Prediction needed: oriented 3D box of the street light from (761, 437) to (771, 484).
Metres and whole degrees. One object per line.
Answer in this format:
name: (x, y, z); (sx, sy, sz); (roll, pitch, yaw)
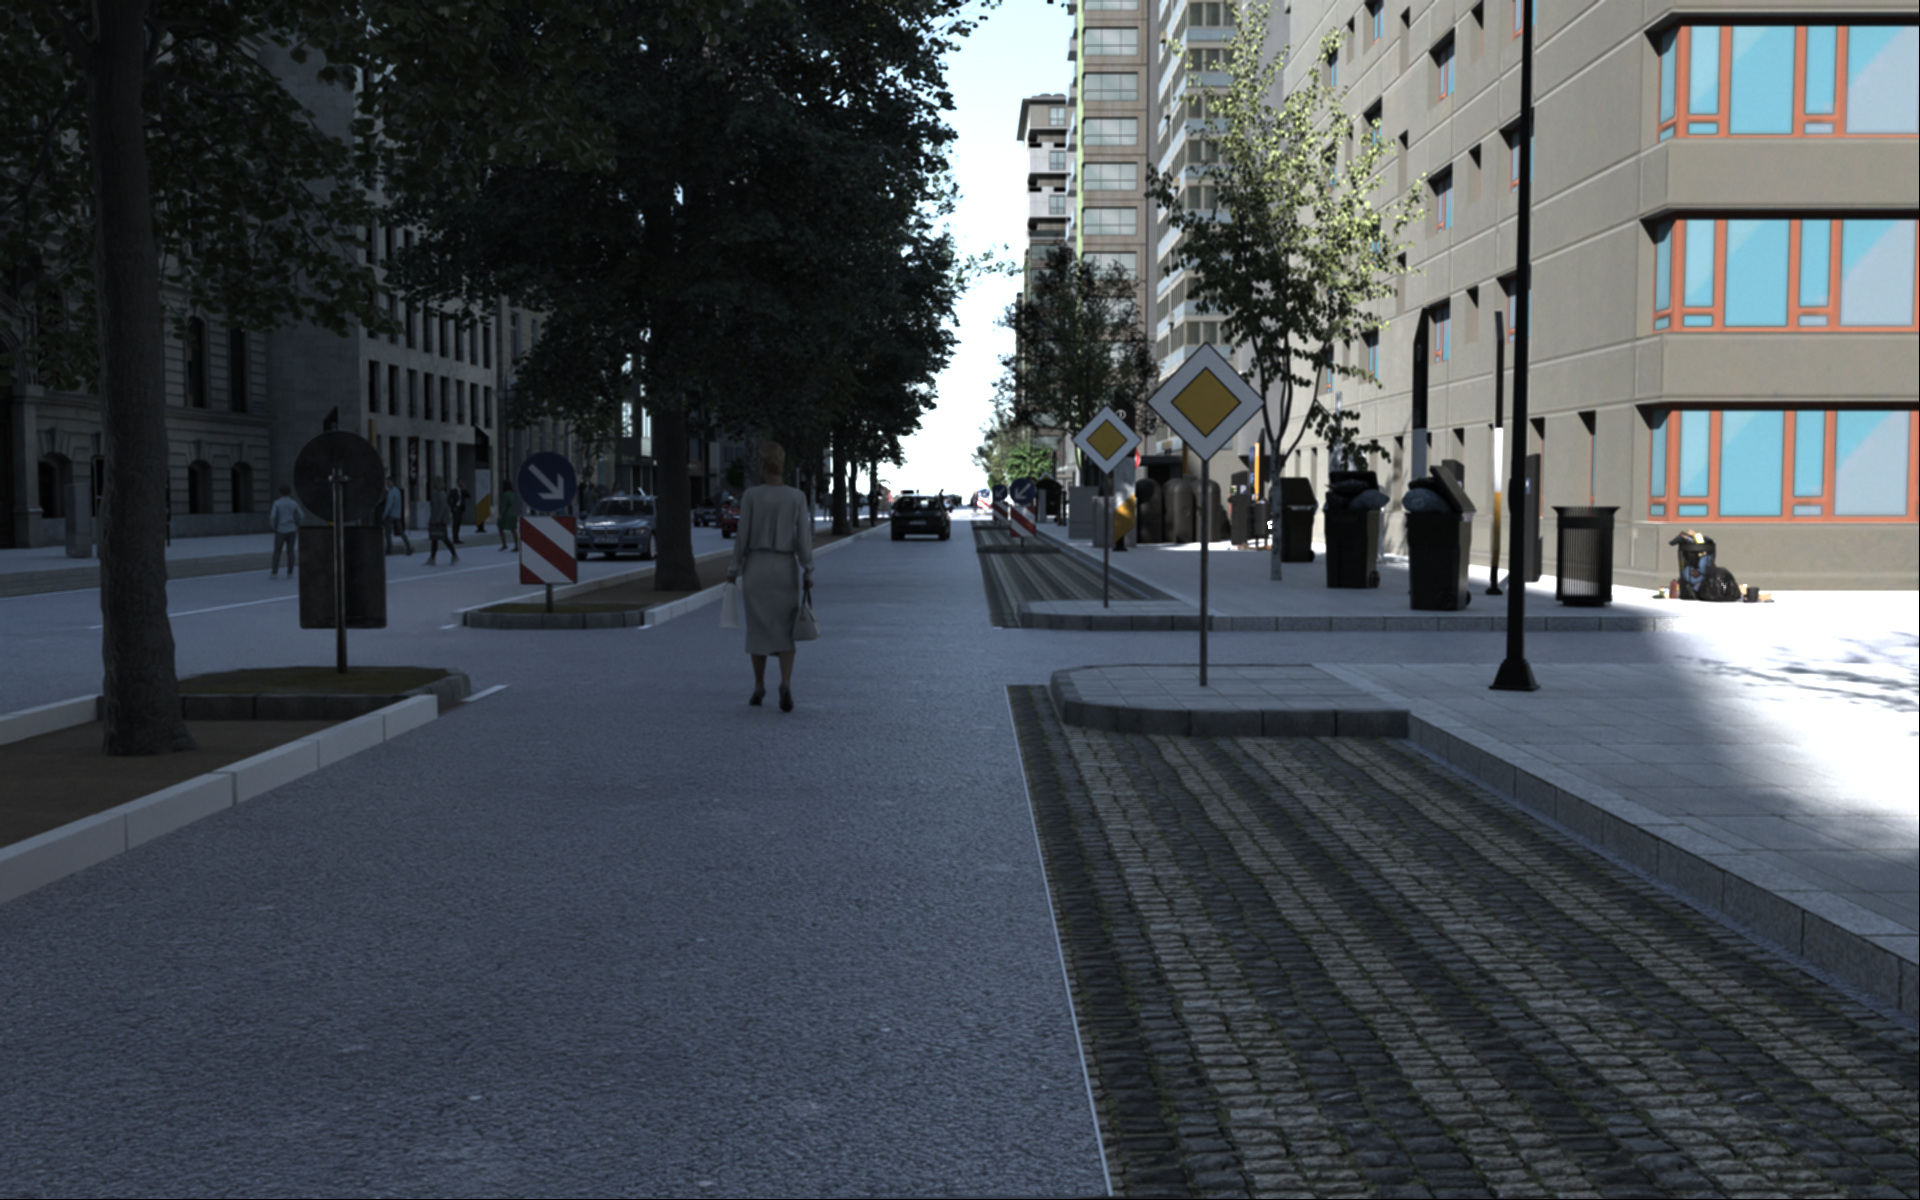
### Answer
street light: (-15.447, -10.220, 139.633); (1.470, 5.913, 1.316); (0, 4, 0)

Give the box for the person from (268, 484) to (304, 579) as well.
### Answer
person: (-11.455, -1.169, 29.420); (0.589, 1.601, 0.330); (-2, 4, -30)

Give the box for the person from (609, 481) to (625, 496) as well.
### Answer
person: (-10.193, -2.611, 51.292); (0.616, 1.811, 0.778); (-1, 4, -15)

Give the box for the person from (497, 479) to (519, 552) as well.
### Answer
person: (-11.233, -2.098, 43.051); (0.529, 1.795, 0.600); (0, 4, 5)

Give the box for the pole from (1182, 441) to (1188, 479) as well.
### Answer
pole: (7.962, -4.127, 61.313); (0.158, 3.312, 0.155); (0, 3, 0)

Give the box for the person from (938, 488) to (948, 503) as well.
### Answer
person: (-0.965, -5.515, 99.122); (0.568, 1.767, 0.683); (0, 4, 1)

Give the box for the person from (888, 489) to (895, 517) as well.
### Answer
person: (-4.299, -6.072, 108.489); (0.721, 1.743, 1.217); (-1, 4, -17)

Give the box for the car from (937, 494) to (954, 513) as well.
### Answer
car: (-1.463, -7.379, 132.649); (2.014, 1.417, 4.499); (0, 4, 1)

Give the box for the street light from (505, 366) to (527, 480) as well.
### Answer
street light: (-15.747, -5.486, 62.244); (1.470, 5.913, 1.316); (0, 4, 0)

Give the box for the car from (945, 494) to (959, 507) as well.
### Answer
car: (-1.112, -11.487, 199.612); (2.131, 1.459, 4.920); (0, 4, -2)

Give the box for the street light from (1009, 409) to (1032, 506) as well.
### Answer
street light: (3.337, -7.440, 94.178); (1.470, 5.913, 1.316); (0, 4, 0)

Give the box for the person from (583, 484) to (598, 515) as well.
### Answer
person: (-14.259, -3.582, 67.166); (0.694, 1.812, 0.767); (1, 4, 9)

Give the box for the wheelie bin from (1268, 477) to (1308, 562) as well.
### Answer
wheelie bin: (6.259, -1.518, 32.735); (0.980, 1.594, 0.693); (-1, 4, -18)

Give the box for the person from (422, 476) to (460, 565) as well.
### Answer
person: (-10.443, -1.601, 34.852); (0.728, 1.800, 0.709); (-2, 4, -26)

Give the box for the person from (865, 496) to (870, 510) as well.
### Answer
person: (-7.551, -8.495, 148.076); (1.217, 1.739, 0.721); (1, 4, 17)

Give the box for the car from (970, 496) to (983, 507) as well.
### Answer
car: (2.044, -11.440, 196.829); (2.009, 1.686, 4.222); (0, 4, 2)

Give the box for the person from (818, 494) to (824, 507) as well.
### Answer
person: (-12.259, -8.771, 155.168); (1.065, 1.426, 0.557); (-1, 4, -23)

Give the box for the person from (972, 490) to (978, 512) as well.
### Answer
person: (1.137, -7.312, 128.970); (0.541, 1.710, 0.530); (-1, 4, -21)

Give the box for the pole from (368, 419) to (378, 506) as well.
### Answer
pole: (-15.960, -3.259, 47.131); (0.158, 3.312, 0.155); (0, 3, 0)

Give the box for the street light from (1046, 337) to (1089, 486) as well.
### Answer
street light: (3.248, -4.820, 51.340); (1.470, 5.913, 1.316); (0, 4, 0)

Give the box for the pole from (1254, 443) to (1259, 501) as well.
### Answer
pole: (11.884, -4.621, 69.396); (0.158, 3.312, 0.155); (0, 3, 0)

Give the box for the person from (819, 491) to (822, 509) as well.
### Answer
person: (-13.451, -9.760, 168.527); (0.568, 1.767, 0.683); (0, 4, 2)

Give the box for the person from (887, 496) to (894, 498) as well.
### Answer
person: (-9.120, -13.039, 221.326); (1.348, 1.869, 0.705); (-1, 4, -12)

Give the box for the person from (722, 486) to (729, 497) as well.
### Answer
person: (-12.556, -5.162, 92.761); (0.748, 1.841, 0.638); (3, 5, 44)

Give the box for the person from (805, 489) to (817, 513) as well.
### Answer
person: (-11.706, -7.703, 134.472); (1.348, 1.821, 0.705); (2, 4, 27)

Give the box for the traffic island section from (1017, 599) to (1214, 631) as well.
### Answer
traffic island section: (1.670, 0.165, 19.586); (2.009, 0.180, 2.903); (0, 4, 0)

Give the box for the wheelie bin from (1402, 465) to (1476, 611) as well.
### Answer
wheelie bin: (5.304, -0.693, 19.237); (0.693, 1.594, 0.980); (2, 4, 30)

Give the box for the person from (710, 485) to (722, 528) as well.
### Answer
person: (-10.159, -3.888, 72.252); (0.590, 1.801, 0.661); (-1, 4, -16)

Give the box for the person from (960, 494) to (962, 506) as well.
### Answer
person: (0.145, -12.443, 215.195); (0.557, 1.426, 1.065); (0, 4, 3)

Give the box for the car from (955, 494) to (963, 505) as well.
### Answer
car: (-0.693, -12.631, 218.316); (2.131, 1.459, 4.920); (0, 4, -1)

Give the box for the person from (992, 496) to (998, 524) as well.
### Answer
person: (1.708, -4.431, 81.190); (0.600, 1.795, 0.529); (2, 4, 27)

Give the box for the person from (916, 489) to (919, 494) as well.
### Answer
person: (-2.333, -5.362, 96.988); (1.217, 1.723, 0.721); (1, 4, 15)

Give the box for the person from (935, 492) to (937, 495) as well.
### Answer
person: (-3.471, -14.888, 252.652); (0.721, 1.736, 1.217); (0, 4, 4)

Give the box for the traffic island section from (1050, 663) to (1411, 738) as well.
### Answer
traffic island section: (1.648, 0.653, 11.601); (2.009, 0.180, 2.903); (0, 4, 0)

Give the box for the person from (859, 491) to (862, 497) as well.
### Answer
person: (-10.947, -11.207, 191.815); (1.350, 1.814, 0.705); (1, 4, 13)

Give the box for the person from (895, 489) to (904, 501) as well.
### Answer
person: (-3.772, -6.351, 113.124); (1.217, 1.735, 0.721); (-3, 5, -40)

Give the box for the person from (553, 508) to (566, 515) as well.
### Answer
person: (-11.201, -2.453, 48.632); (0.654, 1.822, 0.581); (1, 4, 23)

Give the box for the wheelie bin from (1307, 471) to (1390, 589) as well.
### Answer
wheelie bin: (5.383, -0.965, 23.679); (0.980, 1.594, 0.693); (2, 4, 31)

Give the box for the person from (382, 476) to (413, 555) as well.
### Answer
person: (-13.165, -1.956, 40.344); (0.748, 1.841, 0.638); (1, 4, 20)

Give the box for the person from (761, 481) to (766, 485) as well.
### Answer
person: (-6.168, -2.837, 54.791); (0.656, 1.842, 0.836); (-1, 4, -10)

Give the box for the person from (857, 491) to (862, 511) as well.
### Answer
person: (-8.785, -8.583, 149.758); (0.530, 1.710, 0.541); (-1, 4, -17)

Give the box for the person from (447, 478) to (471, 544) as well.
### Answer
person: (-14.399, -2.568, 49.841); (0.474, 1.900, 0.648); (1, 4, 20)

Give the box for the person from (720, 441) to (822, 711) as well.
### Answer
person: (-1.280, -0.163, 11.516); (0.694, 1.780, 0.624); (0, 4, 2)

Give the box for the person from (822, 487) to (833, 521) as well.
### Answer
person: (-6.958, -5.025, 90.928); (0.678, 1.792, 0.850); (1, 4, 11)

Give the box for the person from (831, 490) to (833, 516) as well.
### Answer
person: (-8.163, -6.195, 110.619); (1.217, 1.723, 0.721); (3, 5, 42)

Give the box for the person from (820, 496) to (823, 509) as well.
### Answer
person: (-13.211, -9.500, 167.019); (0.628, 1.438, 0.799); (0, 4, 4)

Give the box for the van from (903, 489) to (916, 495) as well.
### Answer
van: (-6.755, -13.473, 224.665); (2.240, 2.365, 5.245); (0, 4, 1)

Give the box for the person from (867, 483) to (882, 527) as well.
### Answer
person: (-3.690, -4.120, 75.223); (0.474, 1.900, 0.648); (2, 4, 28)

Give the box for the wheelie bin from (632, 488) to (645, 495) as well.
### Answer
wheelie bin: (-16.237, -4.874, 87.597); (0.693, 1.594, 0.980); (0, 4, 1)

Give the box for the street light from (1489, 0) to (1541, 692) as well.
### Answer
street light: (3.118, -2.368, 11.252); (1.470, 5.913, 1.316); (0, 4, 0)
